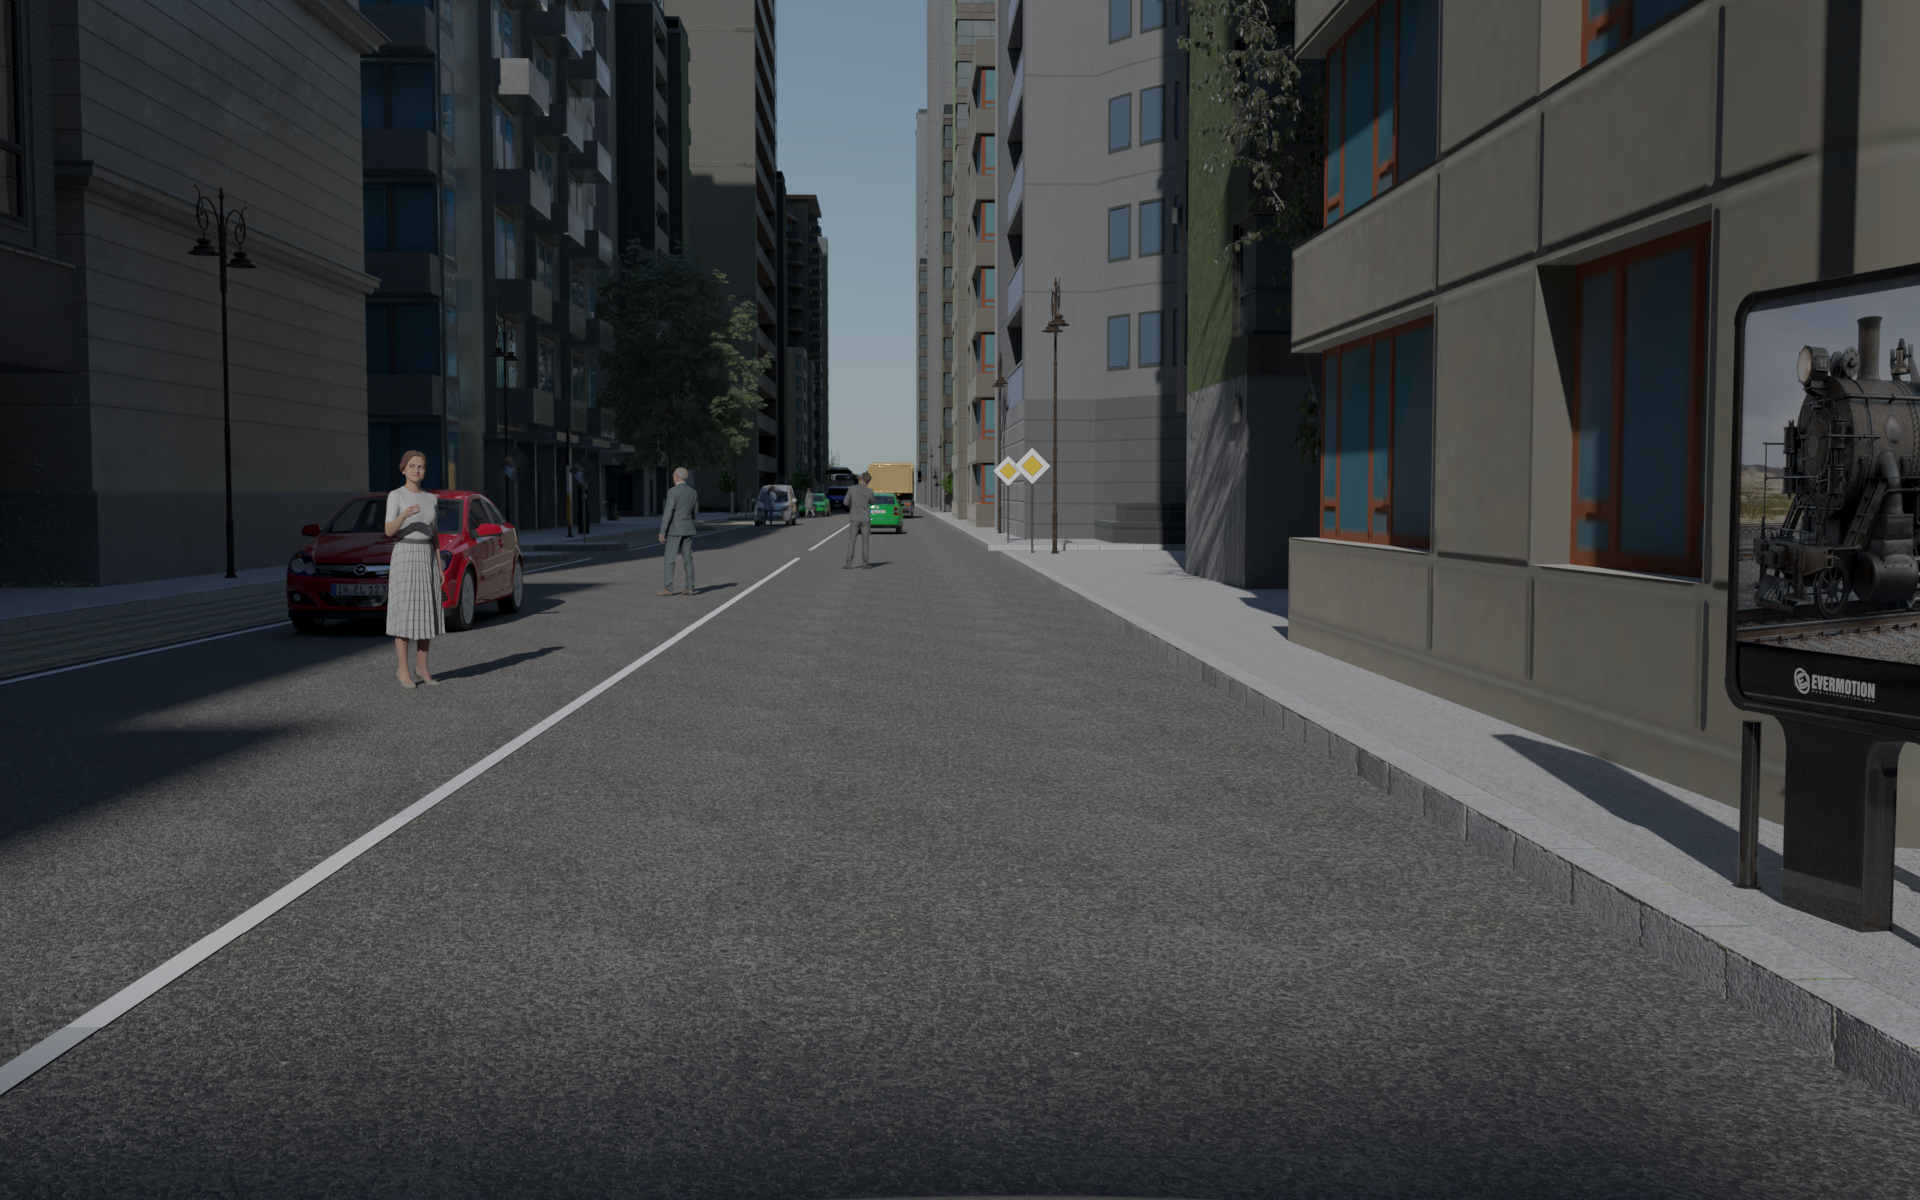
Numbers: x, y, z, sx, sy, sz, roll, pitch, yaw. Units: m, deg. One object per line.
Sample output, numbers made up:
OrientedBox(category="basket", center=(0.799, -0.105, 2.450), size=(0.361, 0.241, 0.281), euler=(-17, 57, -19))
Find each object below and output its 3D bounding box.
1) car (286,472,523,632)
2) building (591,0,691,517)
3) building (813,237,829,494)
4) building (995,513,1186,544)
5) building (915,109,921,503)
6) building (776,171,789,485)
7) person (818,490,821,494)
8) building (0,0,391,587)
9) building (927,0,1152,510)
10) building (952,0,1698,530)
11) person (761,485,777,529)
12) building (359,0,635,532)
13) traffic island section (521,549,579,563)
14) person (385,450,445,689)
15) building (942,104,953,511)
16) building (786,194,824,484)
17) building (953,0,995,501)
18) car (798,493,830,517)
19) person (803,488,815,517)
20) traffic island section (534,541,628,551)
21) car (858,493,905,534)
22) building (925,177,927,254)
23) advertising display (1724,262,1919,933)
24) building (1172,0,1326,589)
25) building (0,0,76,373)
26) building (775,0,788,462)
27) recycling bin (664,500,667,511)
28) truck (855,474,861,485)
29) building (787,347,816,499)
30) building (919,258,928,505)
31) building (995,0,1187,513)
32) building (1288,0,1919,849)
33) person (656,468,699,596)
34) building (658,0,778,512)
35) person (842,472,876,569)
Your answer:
OrientedBox(category="car", center=(-6.116, -0.633, 19.392), size=(2.155, 1.783, 4.494), euler=(0, 4, -4))
OrientedBox(category="building", center=(-23.270, -20.062, 99.715), size=(14.160, 30.474, 14.107), euler=(0, 4, -2))
OrientedBox(category="building", center=(-27.595, -35.742, 267.982), size=(14.154, 41.232, 14.086), euler=(0, 4, -2))
OrientedBox(category="building", center=(15.655, -31.222, 52.487), size=(28.212, 58.520, 21.231), euler=(0, 4, -2))
OrientedBox(category="building", center=(3.776, -44.247, 265.444), size=(21.231, 58.520, 28.212), euler=(0, 4, -2))
OrientedBox(category="building", center=(-22.234, -23.030, 148.235), size=(14.160, 30.474, 14.107), euler=(0, 4, -2))
OrientedBox(category="person", center=(-15.036, -10.800, 185.085), size=(0.705, 1.823, 1.348), euler=(0, 4, 3))
OrientedBox(category="building", center=(-23.203, -14.784, 29.102), size=(23.554, 28.519, 14.401), euler=(0, 4, -2))
OrientedBox(category="building", center=(7.065, -39.097, 181.240), size=(21.231, 58.520, 28.212), euler=(0, 4, -2))
OrientedBox(category="building", center=(13.902, -14.433, 81.023), size=(27.650, 21.520, 28.899), euler=(0, 4, -2))
OrientedBox(category="person", center=(-7.931, -3.849, 71.701), size=(0.793, 1.790, 0.793), euler=(-2, 4, -24))
OrientedBox(category="building", center=(-25.130, -27.063, 62.092), size=(23.786, 49.044, 30.456), euler=(0, 4, -2))
OrientedBox(category="traffic island section", center=(-9.502, -0.908, 37.122), size=(2.009, 0.180, 2.903), euler=(0, 4, -2))
OrientedBox(category="person", center=(-3.999, -0.229, 12.814), size=(0.524, 1.755, 0.480), euler=(3, 4, 37))
OrientedBox(category="building", center=(5.571, -22.037, 132.002), size=(14.160, 30.474, 14.107), euler=(0, 4, -2))
OrientedBox(category="building", center=(-30.834, -36.163, 245.881), size=(22.147, 44.769, 28.867), euler=(0, 4, -2))
OrientedBox(category="building", center=(6.496, -26.283, 113.316), size=(14.154, 41.232, 14.086), euler=(0, 4, -2))
OrientedBox(category="car", center=(-9.236, -6.180, 109.844), size=(1.959, 1.807, 4.718), euler=(0, 4, 0))
OrientedBox(category="person", center=(-9.263, -5.975, 106.291), size=(0.767, 1.812, 0.694), euler=(3, 4, 36))
OrientedBox(category="traffic island section", center=(-9.799, -1.396, 45.101), size=(2.009, 0.180, 2.903), euler=(0, 4, -2))
OrientedBox(category="car", center=(-2.969, -3.312, 62.945), size=(1.959, 1.807, 4.718), euler=(0, 4, -2))
OrientedBox(category="building", center=(6.449, -37.686, 235.769), size=(23.786, 49.044, 30.456), euler=(0, 4, -2))
OrientedBox(category="advertising display", center=(2.650, 0.002, 5.186), size=(0.123, 1.923, 0.974), euler=(-1, 4, -11))
OrientedBox(category="building", center=(10.599, -15.769, 29.520), size=(14.160, 30.474, 14.107), euler=(0, 4, -2))
OrientedBox(category="building", center=(-17.757, -13.230, 9.818), size=(14.314, 27.812, 24.014), euler=(0, 4, -2))
OrientedBox(category="building", center=(-27.929, -52.391, 169.258), size=(22.319, 86.520, 31.000), euler=(0, 4, -2))
OrientedBox(category="recycling bin", center=(-13.158, -4.109, 79.744), size=(0.722, 1.027, 0.722), euler=(2, 4, 29))
OrientedBox(category="truck", center=(-11.067, -10.766, 171.941), size=(3.469, 3.379, 9.791), euler=(0, 4, -2))
OrientedBox(category="building", center=(-32.707, -22.791, 217.672), size=(27.650, 21.520, 28.899), euler=(0, 4, -2))
OrientedBox(category="building", center=(1.928, -26.993, 213.041), size=(14.160, 30.474, 14.107), euler=(0, 4, -2))
OrientedBox(category="building", center=(8.728, -37.333, 152.397), size=(21.231, 58.520, 28.212), euler=(0, 4, -2))
OrientedBox(category="building", center=(17.216, -9.513, 0.570), size=(27.650, 21.520, 28.899), euler=(0, 4, -2))
OrientedBox(category="person", center=(-4.019, -0.967, 24.490), size=(0.590, 1.801, 0.661), euler=(3, 4, 38))
OrientedBox(category="building", center=(-25.180, -30.950, 129.742), size=(21.300, 48.544, 21.600), euler=(0, 4, -2))
OrientedBox(category="person", center=(-1.941, -1.520, 33.154), size=(0.655, 1.846, 0.447), euler=(0, 4, -3))
